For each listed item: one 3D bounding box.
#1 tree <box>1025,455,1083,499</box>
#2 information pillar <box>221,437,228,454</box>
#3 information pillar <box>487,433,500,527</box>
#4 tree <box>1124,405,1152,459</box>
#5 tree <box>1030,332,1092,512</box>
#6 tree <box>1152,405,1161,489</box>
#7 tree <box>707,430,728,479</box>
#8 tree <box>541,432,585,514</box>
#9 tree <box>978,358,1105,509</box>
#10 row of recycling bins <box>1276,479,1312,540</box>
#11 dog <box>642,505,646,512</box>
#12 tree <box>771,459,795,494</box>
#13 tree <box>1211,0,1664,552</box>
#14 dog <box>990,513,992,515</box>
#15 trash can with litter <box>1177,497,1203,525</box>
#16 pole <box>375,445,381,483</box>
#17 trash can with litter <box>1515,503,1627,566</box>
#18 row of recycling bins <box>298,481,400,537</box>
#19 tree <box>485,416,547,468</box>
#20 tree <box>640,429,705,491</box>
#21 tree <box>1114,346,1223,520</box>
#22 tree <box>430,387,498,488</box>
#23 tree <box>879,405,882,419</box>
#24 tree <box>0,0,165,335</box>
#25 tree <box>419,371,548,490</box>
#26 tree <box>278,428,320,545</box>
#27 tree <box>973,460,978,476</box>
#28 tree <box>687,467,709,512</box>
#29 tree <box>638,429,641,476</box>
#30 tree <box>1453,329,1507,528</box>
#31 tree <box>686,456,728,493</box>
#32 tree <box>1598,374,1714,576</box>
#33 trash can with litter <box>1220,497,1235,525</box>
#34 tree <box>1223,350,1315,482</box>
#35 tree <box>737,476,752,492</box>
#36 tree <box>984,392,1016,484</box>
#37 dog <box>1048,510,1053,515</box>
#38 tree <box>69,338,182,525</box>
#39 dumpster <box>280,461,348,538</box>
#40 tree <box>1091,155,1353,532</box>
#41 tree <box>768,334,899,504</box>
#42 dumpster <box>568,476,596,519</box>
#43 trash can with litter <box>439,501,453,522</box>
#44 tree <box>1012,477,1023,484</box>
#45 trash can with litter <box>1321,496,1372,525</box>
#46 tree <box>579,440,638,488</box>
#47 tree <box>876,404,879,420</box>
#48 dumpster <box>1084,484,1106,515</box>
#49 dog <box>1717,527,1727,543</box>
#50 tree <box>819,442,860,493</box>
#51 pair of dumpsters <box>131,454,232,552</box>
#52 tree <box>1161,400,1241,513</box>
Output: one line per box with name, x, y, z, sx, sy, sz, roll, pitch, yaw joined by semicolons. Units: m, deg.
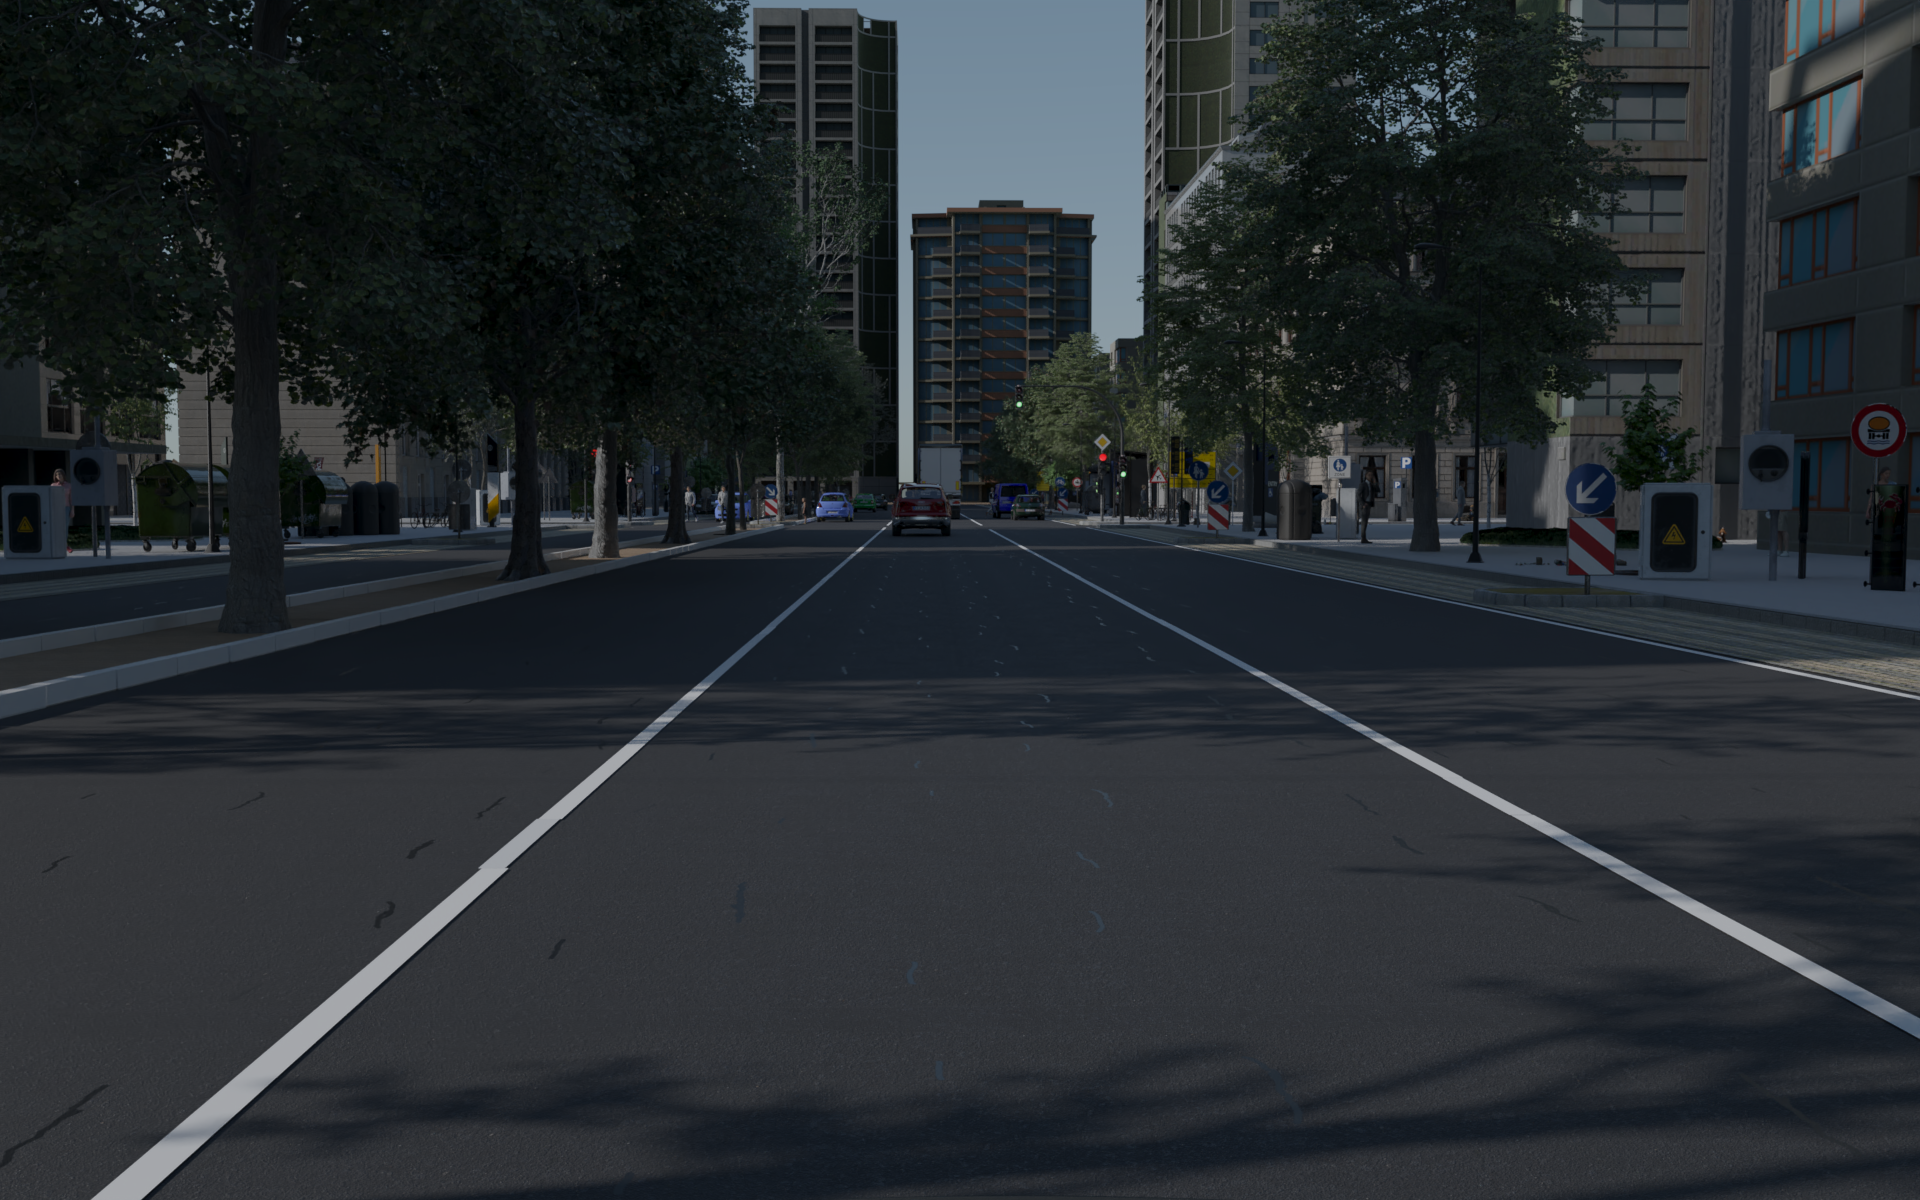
tree;8.371;-9.446;138.156;4.285;4.588;4.351;0;3;0
information pillar;-30.057;-4.863;70.861;0.504;3.616;0.183;3;5;42
information pillar;-17.981;-4.608;66.691;0.504;3.616;0.183;1;4;21
tree;14.791;-11.333;135.657;4.360;8.622;3.978;0;3;0
tree;8.373;-12.455;121.759;7.486;12.596;7.792;0;3;0
tree;16.450;-10.804;127.007;4.360;8.622;3.978;0;3;0
tree;-18.812;-14.192;150.159;7.486;12.596;7.792;0;3;0
tree;-24.451;-9.708;109.080;4.360;8.622;3.978;0;3;0
tree;7.711;-14.048;146.688;9.611;12.733;9.660;0;3;0
row of recycling bins;9.584;-2.599;49.599;1.069;1.692;3.534;1;4;12
dog;-23.122;-6.722;126.741;0.406;0.507;0.540;-3;4;-36
tree;-19.724;-14.960;194.956;4.737;8.622;4.395;0;3;0
tree;10.491;-8.053;38.323;9.857;13.997;8.962;0;3;0
dog;2.255;-5.955;117.556;0.748;0.427;0.550;3;4;38
trash can with litter;9.574;-3.714;72.116;1.055;1.170;0.624;0;4;1
pole;-23.976;-4.746;71.439;0.158;3.312;0.155;0;3;0
trash can with litter;11.129;-1.240;31.327;2.233;1.210;1.678;0;4;2
row of recycling bins;-18.877;-2.849;53.689;1.069;1.692;3.534;2;4;32
tree;-25.662;-9.252;101.633;4.737;8.622;4.395;0;3;0
tree;-18.944;-10.214;117.359;4.737;8.622;4.395;0;3;0
tree;9.756;-8.338;86.685;4.737;8.622;4.395;0;3;0
tree;-24.425;-8.248;85.220;4.360;8.622;3.978;0;3;0
tree;-9.256;-12.248;120.845;7.486;12.596;7.792;0;3;0
tree;-17.037;-6.285;28.512;9.928;11.665;9.643;0;3;0
tree;-25.102;-9.626;91.793;7.601;10.594;8.767;0;4;3
tree;-17.532;-3.039;44.295;1.663;3.219;1.824;0;3;0
tree;7.672;-15.467;169.886;9.611;12.733;9.660;0;3;0
tree;-18.831;-7.879;123.431;1.663;3.219;1.824;0;3;0
tree;-25.833;-11.028;130.674;4.737;8.622;4.395;0;3;0
tree;20.128;-7.020;65.132;4.360;8.622;3.978;0;3;0
tree;-19.559;-9.175;133.719;4.285;4.588;4.351;0;3;0
tree;10.789;-2.011;27.478;1.663;3.219;1.824;0;3;0
trash can with litter;10.757;-3.661;71.250;1.055;1.170;0.624;-2;4;-32
tree;15.905;-8.259;85.402;4.737;8.622;4.395;0;3;0
tree;-20.177;-10.301;163.026;1.663;3.219;1.824;0;3;0
tree;7.302;-17.748;196.840;9.857;13.997;8.962;0;3;0
dog;5.825;-5.686;113.158;0.748;0.427;0.550;-2;4;-33
tree;-31.004;-6.998;64.777;4.737;8.622;4.395;0;3;0
dumpster;-18.997;-2.951;50.743;1.502;2.255;1.985;0;4;-1
tree;9.448;-8.617;59.012;7.486;12.596;7.792;0;3;0
tree;-9.681;-13.322;130.639;12.009;13.543;11.850;0;3;0
dumpster;-19.007;-5.226;87.935;1.502;2.255;1.985;0;4;-1
trash can with litter;-23.800;-4.258;80.674;1.678;1.210;2.233;2;4;29
tree;7.159;-12.537;188.686;4.285;4.588;4.351;0;3;0
trash can with litter;16.067;-3.747;72.322;2.233;1.210;1.678;2;4;29
tree;-26.389;-10.633;124.208;4.737;8.622;4.395;0;3;0
tree;-9.456;-11.769;113.001;7.486;12.596;7.792;0;3;0
dumpster;8.196;-6.066;104.934;1.264;1.857;1.865;0;4;-1
dog;19.941;-1.706;45.624;0.748;0.427;0.550;0;4;-3
tree;-10.114;-11.672;143.660;4.360;8.622;3.978;0;3;0
pair of dumpsters;-17.616;-2.311;40.273;1.574;2.255;4.437;0;4;-1
tree;16.436;-10.081;115.188;4.360;8.622;3.978;0;3;0
